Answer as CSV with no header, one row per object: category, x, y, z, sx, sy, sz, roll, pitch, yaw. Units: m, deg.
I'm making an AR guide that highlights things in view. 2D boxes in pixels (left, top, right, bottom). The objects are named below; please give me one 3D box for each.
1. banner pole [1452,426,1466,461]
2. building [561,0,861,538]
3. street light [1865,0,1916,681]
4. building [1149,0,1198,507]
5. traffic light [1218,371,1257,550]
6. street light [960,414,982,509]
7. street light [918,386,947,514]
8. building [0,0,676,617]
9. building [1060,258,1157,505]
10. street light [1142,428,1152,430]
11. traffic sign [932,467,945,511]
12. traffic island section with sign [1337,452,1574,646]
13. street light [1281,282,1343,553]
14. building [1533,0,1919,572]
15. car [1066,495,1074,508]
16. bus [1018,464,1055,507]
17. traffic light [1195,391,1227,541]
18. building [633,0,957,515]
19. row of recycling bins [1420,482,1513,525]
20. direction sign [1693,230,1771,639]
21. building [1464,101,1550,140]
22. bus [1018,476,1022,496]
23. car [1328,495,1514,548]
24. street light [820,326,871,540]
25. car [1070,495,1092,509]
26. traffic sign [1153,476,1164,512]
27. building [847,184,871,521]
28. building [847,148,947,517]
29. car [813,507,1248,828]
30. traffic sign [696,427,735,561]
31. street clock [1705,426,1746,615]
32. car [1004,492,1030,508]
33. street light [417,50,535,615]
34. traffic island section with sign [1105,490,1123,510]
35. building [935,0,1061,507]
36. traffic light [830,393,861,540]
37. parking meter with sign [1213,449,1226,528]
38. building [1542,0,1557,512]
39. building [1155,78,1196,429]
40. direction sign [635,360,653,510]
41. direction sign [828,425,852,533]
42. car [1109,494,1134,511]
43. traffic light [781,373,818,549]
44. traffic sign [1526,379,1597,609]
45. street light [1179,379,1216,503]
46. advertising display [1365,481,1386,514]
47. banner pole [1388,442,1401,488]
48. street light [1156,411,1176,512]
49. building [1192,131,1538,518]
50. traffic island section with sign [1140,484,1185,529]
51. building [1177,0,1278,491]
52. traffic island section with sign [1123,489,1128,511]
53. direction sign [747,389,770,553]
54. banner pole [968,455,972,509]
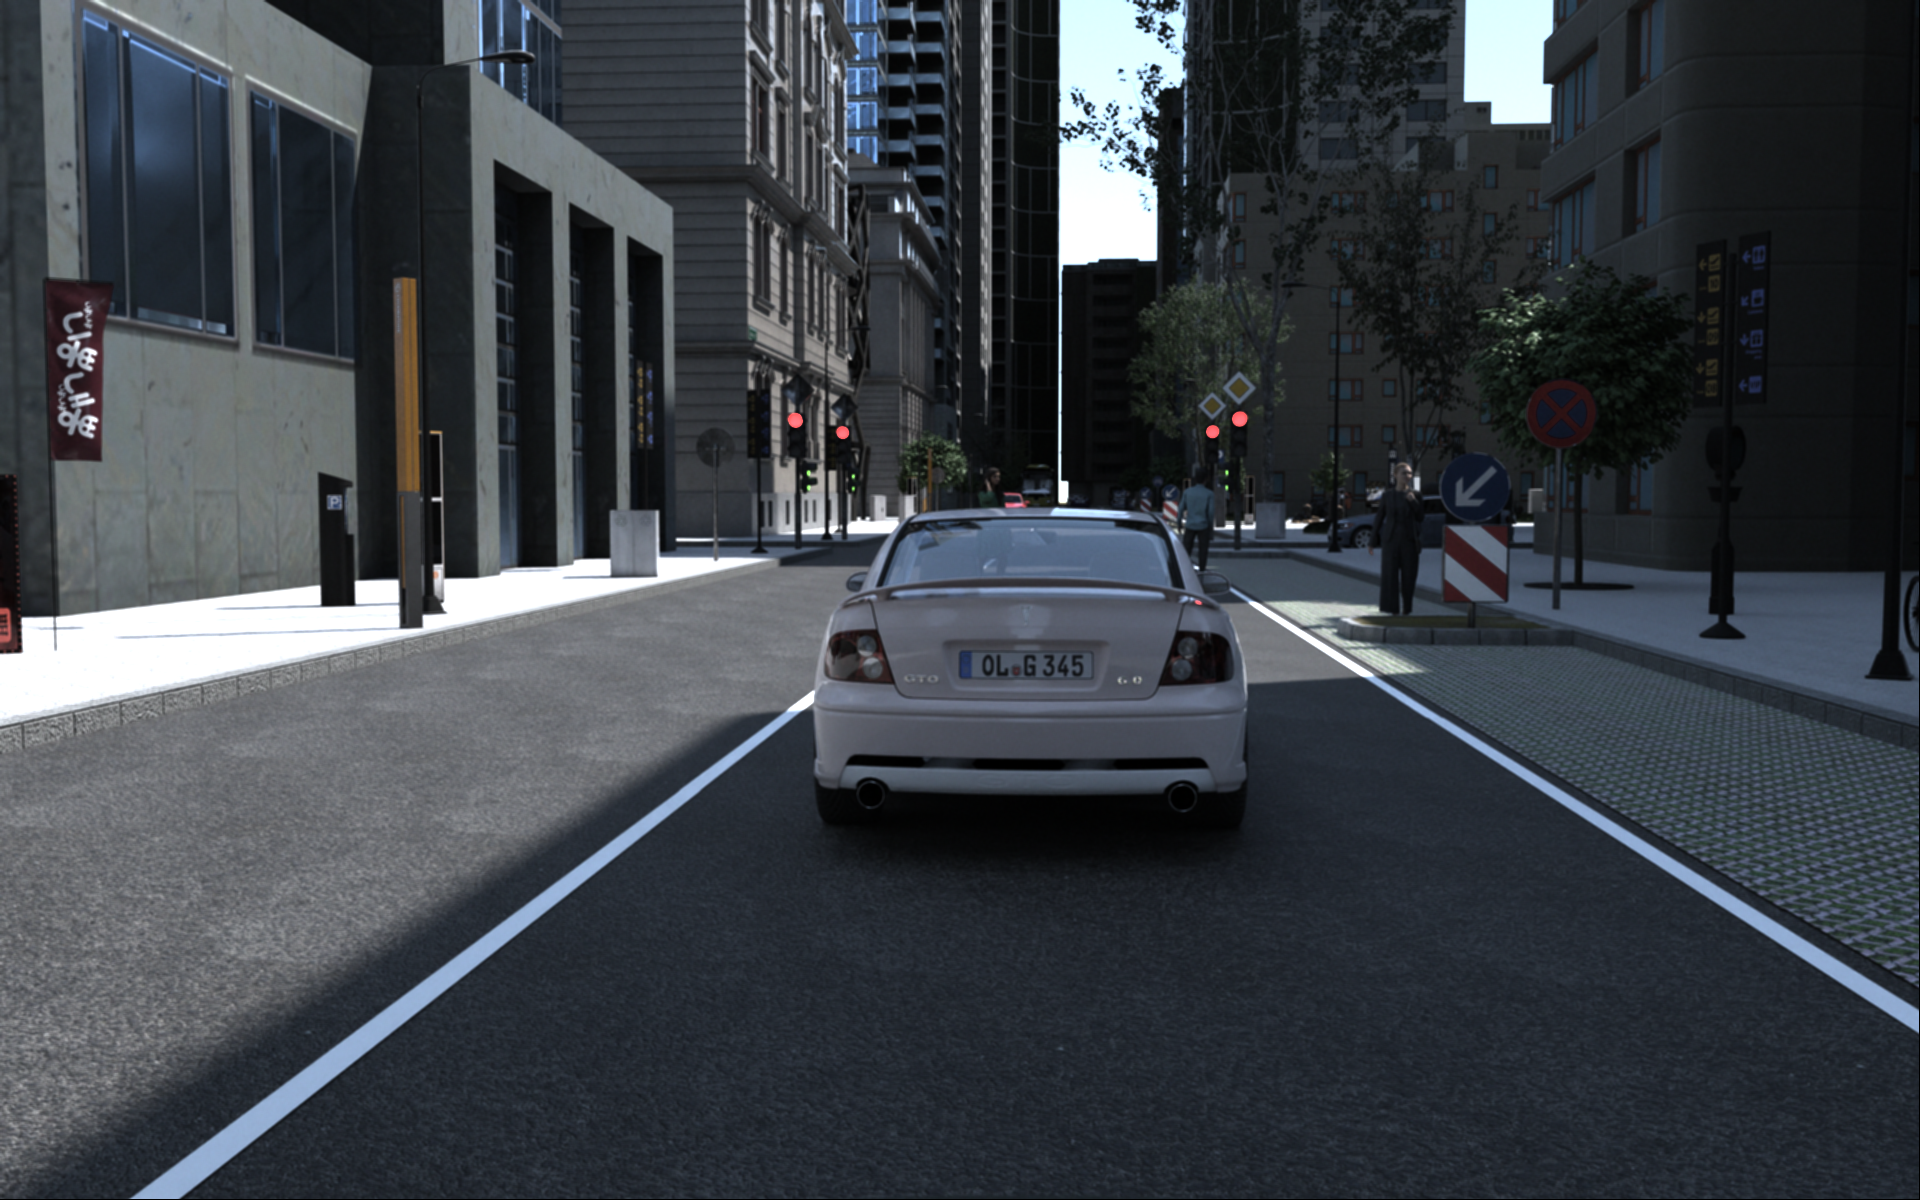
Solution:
banner pole,18.316,-4.500,63.590,0.863,3.779,0.401,-2,4,-33
building,-11.558,-16.774,61.649,14.401,28.519,23.554,0,4,4
street light,5.942,-2.410,11.941,1.470,5.913,1.316,0,4,4
building,29.930,-52.029,163.350,22.319,86.520,31.000,0,4,4
traffic light,6.337,-3.097,39.564,0.839,4.253,0.868,0,4,4
street light,0.596,-7.836,100.665,1.470,5.913,1.316,0,4,4
street light,-1.237,-6.240,74.569,1.470,5.913,1.316,0,4,4
building,-22.676,-43.669,26.661,31.000,86.520,22.319,0,4,4
building,19.447,-27.122,215.139,14.107,30.474,14.160,0,4,4
street light,13.578,-9.165,122.395,1.470,5.913,1.316,0,4,4
traffic sign,-1.082,-5.004,81.924,0.768,2.556,0.104,1,4,12
traffic island section with sign,4.835,-0.526,17.227,1.989,1.847,2.006,0,4,4
street light,7.721,-4.006,38.041,1.470,5.913,1.316,0,4,4
building,25.230,-10.797,21.565,27.650,21.520,28.899,0,4,4
car,11.715,-9.938,174.842,2.083,1.381,4.827,0,4,3
bus,6.681,-9.525,147.285,2.896,3.916,12.252,0,4,4
traffic light,6.886,-3.585,47.531,0.839,4.253,0.868,0,4,4
building,-11.027,-50.465,137.778,22.319,86.520,31.000,0,4,4
row of recycling bins,17.470,-3.229,59.915,3.534,1.692,1.069,-1,4,-18
direction sign,6.819,-1.431,15.386,0.379,3.537,0.876,-1,4,-17
building,50.443,-29.703,177.530,23.993,40.220,32.217,0,4,4
bus,7.417,-10.700,166.496,2.896,3.916,12.252,0,4,5
car,11.476,-1.913,43.272,4.499,1.417,2.014,0,4,2
street light,-3.170,-4.621,48.096,1.470,5.913,1.316,0,4,4
car,10.525,-8.482,151.255,1.945,1.354,3.894,0,4,6
traffic sign,13.908,-7.432,121.626,0.768,2.556,0.104,1,4,10
building,-12.877,-13.150,82.462,16.820,18.784,16.811,0,4,4
building,-8.384,-16.287,108.098,13.314,21.916,24.055,0,4,4
car,0.385,0.214,8.856,2.083,1.381,4.827,0,4,3
traffic sign,-4.669,-2.016,33.069,0.768,2.556,0.104,1,4,10
street clock,8.129,-0.848,18.428,0.471,2.002,0.358,-3,5,-41
car,2.234,-4.441,81.645,2.155,1.783,4.494,0,4,4
street light,-5.149,-2.801,18.336,1.470,5.913,1.316,0,4,4
traffic island section with sign,15.790,-10.245,176.138,1.989,1.847,2.006,0,4,4
building,2.162,-47.661,217.511,20.611,71.187,20.563,0,4,4
traffic light,-3.203,-3.626,48.207,0.839,4.253,0.868,0,4,4
parking meter with sign,10.001,-4.317,66.838,0.543,3.016,1.738,0,4,3
building,35.552,-26.798,57.751,30.456,49.044,23.786,0,4,4
building,28.472,-32.857,187.319,14.600,45.320,14.200,0,4,4
direction sign,-5.410,-2.308,29.739,0.379,3.537,0.876,0,4,7
direction sign,-3.999,-3.992,57.269,0.876,3.537,0.379,-2,4,-25
car,13.004,-7.769,139.019,2.014,1.417,4.499,0,4,4
traffic light,-3.752,-3.139,40.241,0.839,4.253,0.868,0,4,4
traffic sign,6.645,-1.169,19.223,0.768,2.556,0.104,0,4,4
street light,9.736,-5.963,70.033,1.470,5.913,1.316,0,4,4
advertising display,20.755,-4.974,86.539,0.974,1.923,0.123,1,4,20
banner pole,20.875,-5.693,83.095,0.401,3.779,0.863,-3,5,-40
street light,11.753,-7.558,96.117,1.470,5.913,1.316,0,4,4
building,29.273,-16.024,107.030,27.650,21.520,28.899,0,4,4
traffic island section with sign,8.618,-3.887,72.183,1.989,1.847,2.006,0,4,4
building,27.680,-42.807,138.154,20.563,71.187,20.611,0,4,4
traffic island section with sign,10.497,-5.542,99.240,1.989,1.847,2.006,0,4,4
direction sign,-4.366,-2.790,37.606,0.379,3.537,0.876,-3,4,-39
banner pole,0.633,-7.381,110.699,0.401,3.779,0.863,-1,4,-15
